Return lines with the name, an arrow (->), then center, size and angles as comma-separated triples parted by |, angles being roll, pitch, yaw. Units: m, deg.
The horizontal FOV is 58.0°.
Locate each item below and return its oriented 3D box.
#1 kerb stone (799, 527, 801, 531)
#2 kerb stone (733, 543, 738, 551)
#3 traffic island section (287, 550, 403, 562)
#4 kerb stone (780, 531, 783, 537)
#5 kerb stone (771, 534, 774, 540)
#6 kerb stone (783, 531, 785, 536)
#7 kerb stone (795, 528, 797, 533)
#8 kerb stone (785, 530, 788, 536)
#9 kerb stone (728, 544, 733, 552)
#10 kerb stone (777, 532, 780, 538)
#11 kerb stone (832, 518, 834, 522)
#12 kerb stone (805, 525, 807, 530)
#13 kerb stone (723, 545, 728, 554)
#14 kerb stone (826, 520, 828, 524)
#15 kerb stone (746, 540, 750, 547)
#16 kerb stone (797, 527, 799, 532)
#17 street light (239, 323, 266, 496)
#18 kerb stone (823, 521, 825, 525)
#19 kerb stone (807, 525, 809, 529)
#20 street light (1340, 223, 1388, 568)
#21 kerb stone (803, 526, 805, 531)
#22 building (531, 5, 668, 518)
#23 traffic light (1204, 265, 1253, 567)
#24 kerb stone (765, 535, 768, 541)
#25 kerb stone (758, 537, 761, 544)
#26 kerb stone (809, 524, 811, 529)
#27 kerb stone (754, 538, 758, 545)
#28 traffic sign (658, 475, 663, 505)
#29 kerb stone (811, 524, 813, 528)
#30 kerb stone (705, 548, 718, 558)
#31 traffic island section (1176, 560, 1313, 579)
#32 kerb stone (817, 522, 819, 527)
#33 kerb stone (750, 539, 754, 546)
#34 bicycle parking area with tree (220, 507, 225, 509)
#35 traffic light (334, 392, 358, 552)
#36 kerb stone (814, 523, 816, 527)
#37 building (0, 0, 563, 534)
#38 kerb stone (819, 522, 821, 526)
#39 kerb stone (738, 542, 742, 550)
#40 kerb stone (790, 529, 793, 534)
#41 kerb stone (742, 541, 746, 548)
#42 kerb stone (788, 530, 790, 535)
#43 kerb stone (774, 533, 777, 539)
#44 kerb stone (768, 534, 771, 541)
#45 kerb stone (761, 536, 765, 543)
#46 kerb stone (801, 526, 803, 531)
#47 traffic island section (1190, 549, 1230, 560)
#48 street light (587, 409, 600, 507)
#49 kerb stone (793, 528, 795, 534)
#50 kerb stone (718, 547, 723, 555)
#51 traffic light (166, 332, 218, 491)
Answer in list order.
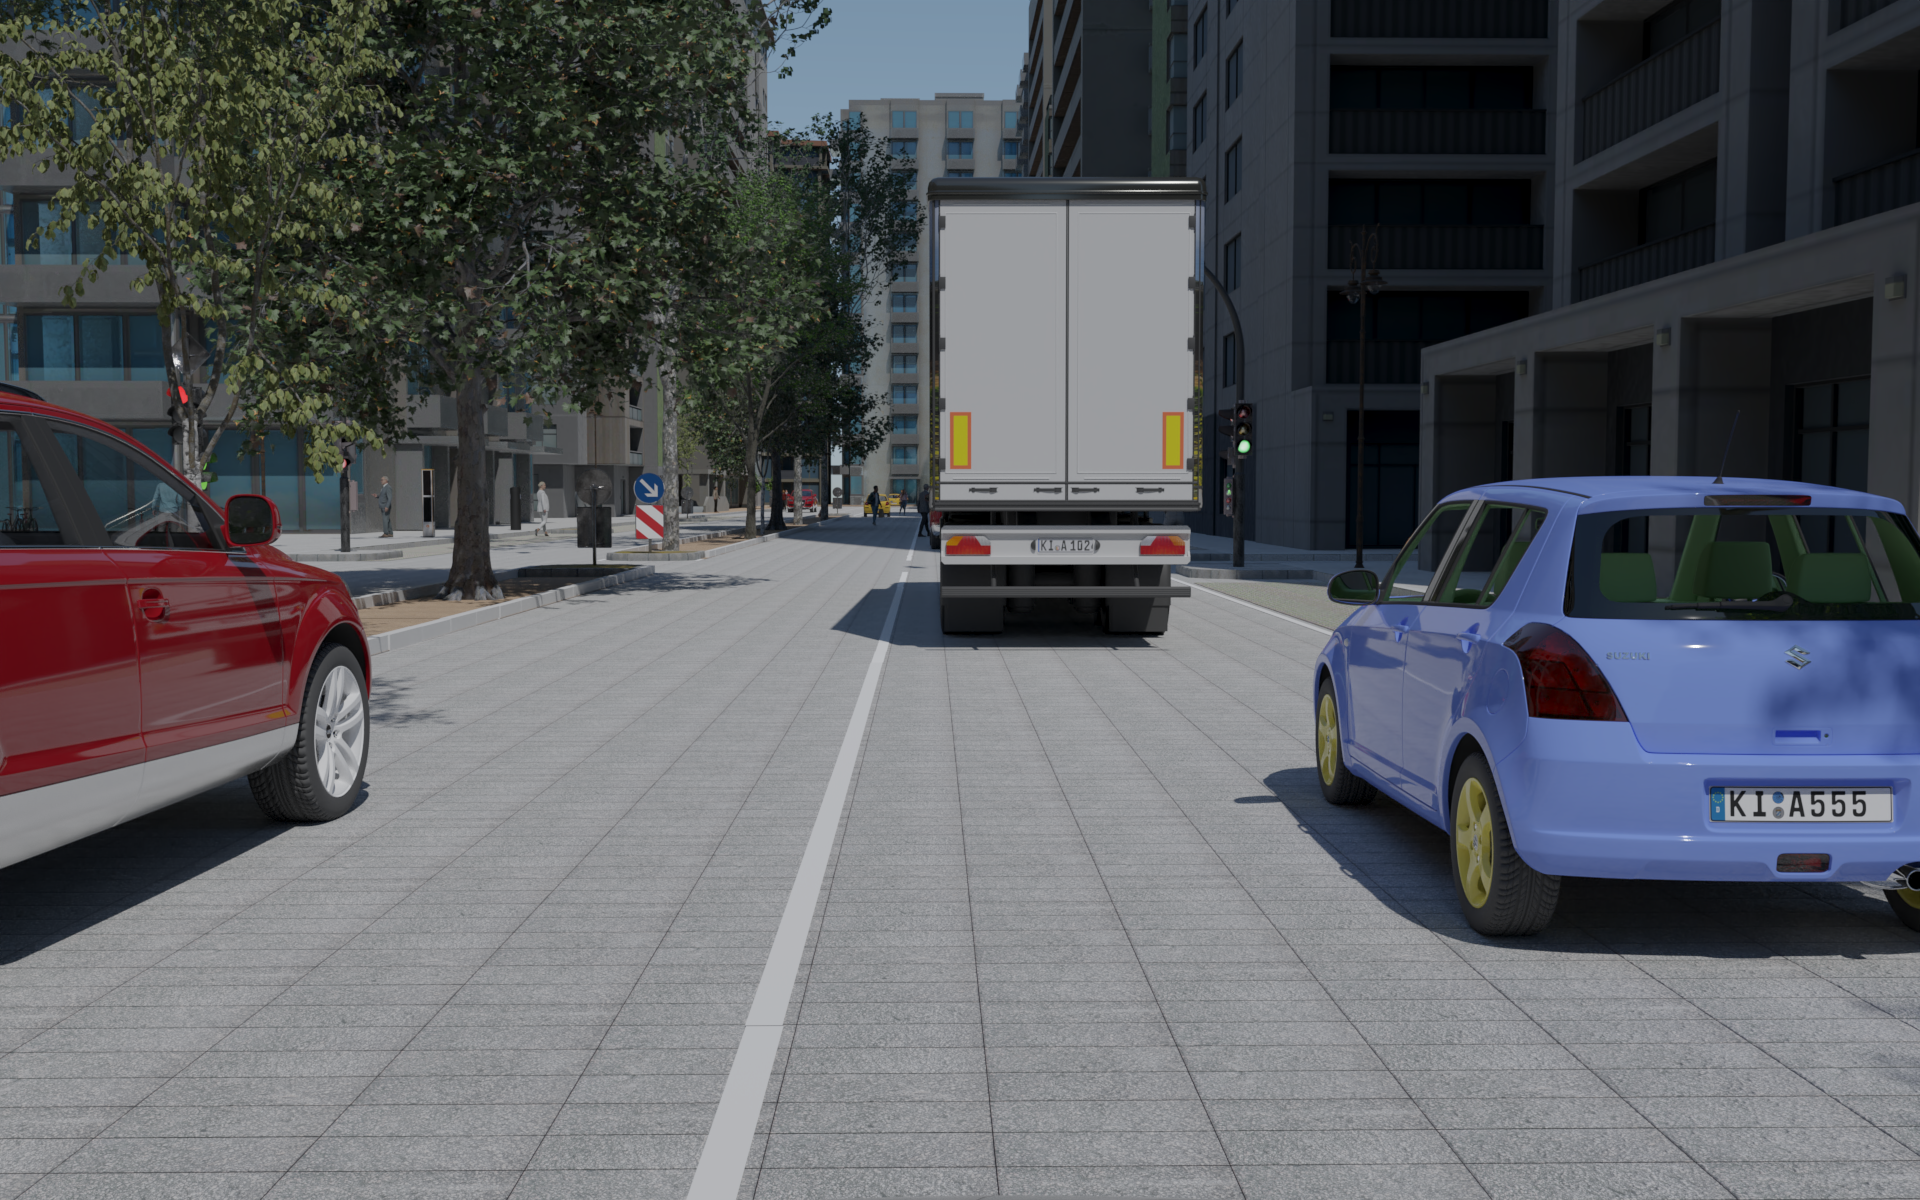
kerb stone -> -6.142, -2.617, 64.978 | 0.120, 0.150, 1.000 | 0, 4, -1
kerb stone -> -5.758, -1.301, 43.461 | 0.120, 0.150, 1.000 | 0, 4, -1
traffic island section -> -13.560, -0.973, 38.185 | 2.009, 0.180, 2.903 | 0, 4, -1
kerb stone -> -5.992, -2.115, 56.780 | 0.120, 0.150, 1.000 | 0, 4, -1
kerb stone -> -5.943, -1.927, 53.708 | 0.120, 0.150, 1.000 | 0, 4, -1
kerb stone -> -6.012, -2.177, 57.809 | 0.120, 0.150, 1.000 | 0, 4, -1
kerb stone -> -6.107, -2.492, 62.934 | 0.120, 0.150, 1.000 | 0, 4, -1
kerb stone -> -6.035, -2.241, 58.836 | 0.120, 0.150, 1.000 | 0, 4, -1
kerb stone -> -5.739, -1.238, 42.439 | 0.120, 0.150, 1.000 | 0, 4, -1
kerb stone -> -5.980, -2.053, 55.758 | 0.120, 0.150, 1.000 | 0, 4, -1
kerb stone -> -6.527, -3.932, 86.481 | 0.120, 0.150, 1.000 | 0, 4, -1
kerb stone -> -6.194, -2.804, 68.047 | 0.120, 0.150, 1.000 | 0, 4, -1
kerb stone -> -5.729, -1.176, 41.415 | 0.120, 0.150, 1.000 | 0, 4, -1
kerb stone -> -6.428, -3.619, 81.369 | 0.120, 0.150, 1.000 | 0, 4, -1
kerb stone -> -5.809, -1.488, 46.528 | 0.120, 0.150, 1.000 | 0, 4, -1
kerb stone -> -6.127, -2.552, 63.956 | 0.120, 0.150, 1.000 | 0, 4, -1
street light -> -15.611, -4.033, 38.726 | 0.468, 5.910, 1.993 | 0, 4, -1
kerb stone -> -6.397, -3.493, 79.325 | 0.120, 0.150, 1.000 | 0, 4, -1
kerb stone -> -6.213, -2.867, 69.075 | 0.120, 0.150, 1.000 | 0, 4, -1
street light -> 6.929, -3.491, 29.874 | 0.468, 5.910, 1.993 | 0, 4, -1
kerb stone -> -6.183, -2.741, 67.024 | 0.120, 0.150, 1.000 | 0, 4, -1
building -> -24.383, -25.278, 96.886 | 14.154, 41.232, 14.086 | 0, 4, -1
traffic light -> 2.790, -3.398, 30.229 | 4.771, 5.953, 1.251 | 0, 4, -1
kerb stone -> -5.911, -1.802, 51.657 | 0.120, 0.150, 1.000 | 0, 4, -1
kerb stone -> -5.869, -1.677, 49.607 | 0.120, 0.150, 1.000 | 0, 4, -1
kerb stone -> -6.234, -2.929, 70.100 | 0.120, 0.150, 1.000 | 0, 4, -1
kerb stone -> -5.853, -1.610, 48.574 | 0.120, 0.150, 1.000 | 0, 4, -1
traffic sign -> -16.292, -5.621, 94.030 | 0.606, 2.300, 0.079 | 0, 4, 4
kerb stone -> -6.252, -2.990, 71.123 | 0.120, 0.150, 1.000 | 0, 4, -1
kerb stone -> -5.691, -1.050, 39.367 | 0.120, 0.150, 1.000 | 0, 4, -1
traffic island section -> 4.920, -0.504, 30.522 | 2.009, 0.180, 2.903 | 0, 4, -1
kerb stone -> -6.327, -3.241, 75.232 | 0.120, 0.150, 1.000 | 0, 4, -1
kerb stone -> -5.836, -1.551, 47.551 | 0.120, 0.150, 1.000 | 0, 4, -1
bicycle parking area with tree -> -23.107, -3.589, 45.680 | 8.231, 4.147, 9.016 | 0, 4, -6
traffic light -> -11.430, -3.881, 38.123 | 4.771, 5.953, 1.251 | 0, 4, -1
kerb stone -> -6.291, -3.119, 73.188 | 0.120, 0.150, 1.000 | 0, 4, -1
building -> -29.206, -27.323, 66.343 | 23.786, 49.044, 30.456 | 0, 4, -1
kerb stone -> -6.342, -3.306, 76.254 | 0.120, 0.150, 1.000 | 0, 4, -1
kerb stone -> -5.771, -1.363, 44.484 | 0.120, 0.150, 1.000 | 0, 4, -1
kerb stone -> -6.064, -2.366, 60.882 | 0.120, 0.150, 1.000 | 0, 4, -1
kerb stone -> -5.795, -1.426, 45.506 | 0.120, 0.150, 1.000 | 0, 4, -1
kerb stone -> -6.054, -2.304, 59.860 | 0.120, 0.150, 1.000 | 0, 4, -1
kerb stone -> -5.967, -1.990, 54.730 | 0.120, 0.150, 1.000 | 0, 4, -1
kerb stone -> -5.922, -1.865, 52.683 | 0.120, 0.150, 1.000 | 0, 4, -1
kerb stone -> -5.886, -1.735, 50.629 | 0.120, 0.150, 1.000 | 0, 4, -1
kerb stone -> -6.165, -2.672, 66.001 | 0.120, 0.150, 1.000 | 0, 4, -1
traffic island section -> 4.778, -0.992, 38.505 | 2.009, 0.180, 2.903 | 0, 4, -1
street light -> -16.270, -6.396, 77.356 | 0.468, 5.910, 1.993 | 0, 4, -1
kerb stone -> -6.083, -2.429, 61.910 | 0.120, 0.150, 1.000 | 0, 4, -1
kerb stone -> -5.701, -1.113, 40.392 | 0.120, 0.150, 1.000 | 0, 4, -1
traffic light -> -13.378, -2.517, 30.067 | 0.839, 4.253, 0.868 | 0, 4, -1
